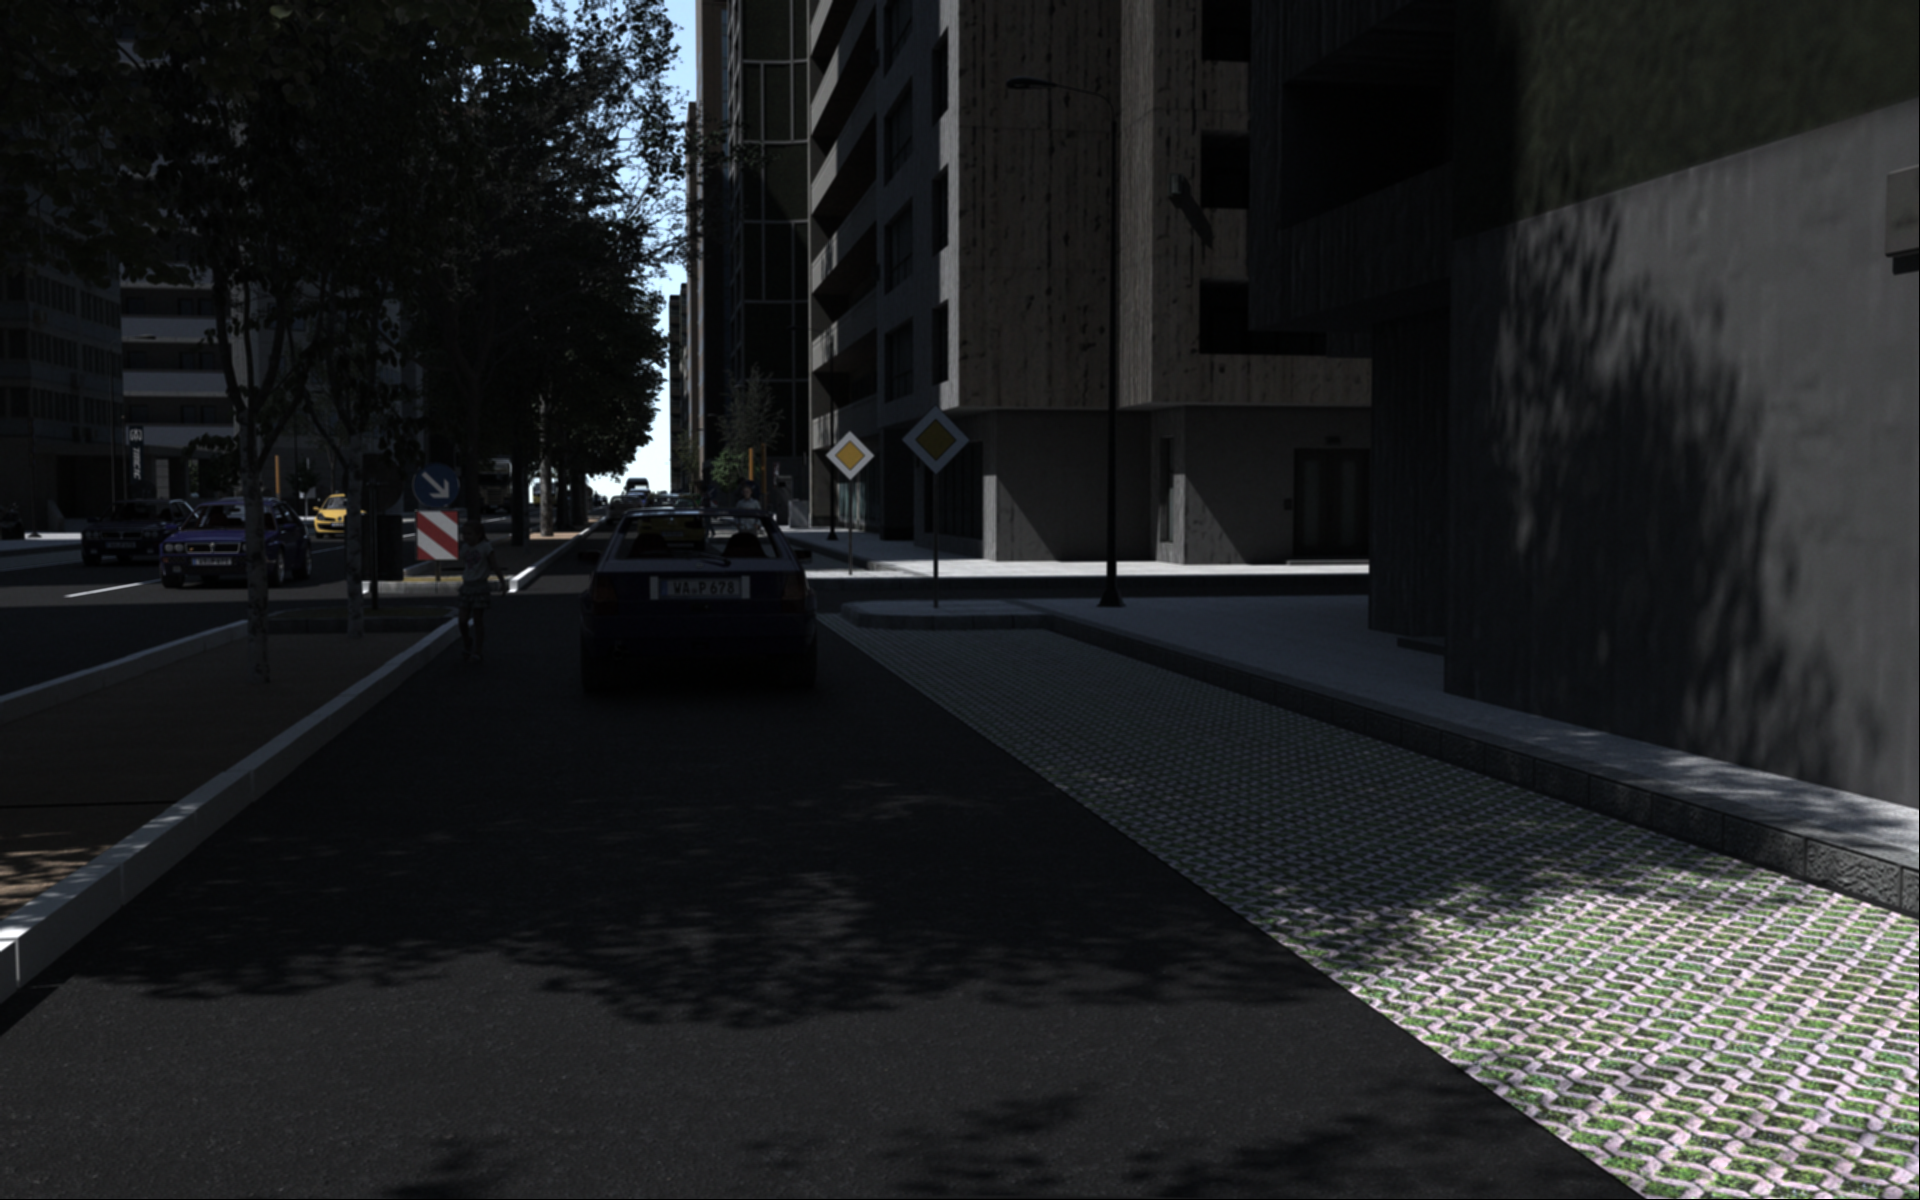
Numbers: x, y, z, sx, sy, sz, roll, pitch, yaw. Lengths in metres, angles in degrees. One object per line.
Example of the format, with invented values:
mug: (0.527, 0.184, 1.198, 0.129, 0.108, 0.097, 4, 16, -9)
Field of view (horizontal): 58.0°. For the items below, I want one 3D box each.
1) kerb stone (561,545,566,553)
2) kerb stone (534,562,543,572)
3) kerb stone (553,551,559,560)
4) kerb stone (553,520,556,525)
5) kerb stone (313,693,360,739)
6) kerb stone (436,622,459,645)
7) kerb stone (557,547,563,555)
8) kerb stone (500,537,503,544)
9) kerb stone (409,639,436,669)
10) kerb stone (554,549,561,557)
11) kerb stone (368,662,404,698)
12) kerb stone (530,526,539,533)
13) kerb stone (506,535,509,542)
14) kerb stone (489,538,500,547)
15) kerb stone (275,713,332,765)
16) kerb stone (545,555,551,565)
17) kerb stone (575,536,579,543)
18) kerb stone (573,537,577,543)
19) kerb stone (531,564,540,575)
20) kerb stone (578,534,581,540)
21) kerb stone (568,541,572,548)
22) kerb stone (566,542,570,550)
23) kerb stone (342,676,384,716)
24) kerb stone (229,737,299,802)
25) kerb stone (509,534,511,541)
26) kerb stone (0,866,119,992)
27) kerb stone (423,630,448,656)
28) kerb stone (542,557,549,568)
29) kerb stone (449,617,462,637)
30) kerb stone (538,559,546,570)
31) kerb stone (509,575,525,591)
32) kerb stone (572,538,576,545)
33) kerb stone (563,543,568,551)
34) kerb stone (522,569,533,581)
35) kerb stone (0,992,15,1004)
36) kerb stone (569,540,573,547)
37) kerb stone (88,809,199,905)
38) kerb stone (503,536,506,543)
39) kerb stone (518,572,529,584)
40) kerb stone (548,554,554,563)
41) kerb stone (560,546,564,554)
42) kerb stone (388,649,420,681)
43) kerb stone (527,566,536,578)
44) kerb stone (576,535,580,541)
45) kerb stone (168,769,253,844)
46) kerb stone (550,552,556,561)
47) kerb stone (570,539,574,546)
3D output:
kerb stone: (-9.534, -1.163, 41.301, 0.120, 0.150, 1.000, -1, 4, -10)
kerb stone: (-7.658, -0.553, 31.232, 0.120, 0.150, 1.000, -1, 4, -10)
kerb stone: (-8.778, -0.916, 37.276, 0.120, 0.150, 1.000, -1, 4, -10)
kerb stone: (-19.842, -3.858, 85.277, 0.120, 0.150, 1.000, -1, 4, -10)
kerb stone: (-3.811, 0.715, 10.547, 0.120, 0.150, 1.000, -1, 4, -10)
kerb stone: (-4.939, 0.343, 16.588, 0.120, 0.150, 1.000, -1, 4, -10)
kerb stone: (-9.153, -1.045, 39.285, 0.120, 0.150, 1.000, -1, 4, -10)
kerb stone: (-13.087, -1.638, 48.974, 0.120, 0.150, 1.000, -1, 4, -10)
kerb stone: (-4.554, 0.467, 14.576, 0.120, 0.150, 1.000, -1, 4, -10)
kerb stone: (-8.960, -0.984, 38.281, 0.120, 0.150, 1.000, -1, 4, -10)
kerb stone: (-4.182, 0.591, 12.562, 0.120, 0.150, 1.000, -1, 4, -10)
kerb stone: (-16.270, -2.686, 66.110, 0.120, 0.150, 1.000, -1, 4, -10)
kerb stone: (-13.460, -1.761, 50.985, 0.120, 0.150, 1.000, -1, 4, -10)
kerb stone: (-12.905, -1.576, 47.968, 0.120, 0.150, 1.000, -1, 4, -10)
kerb stone: (-3.627, 0.776, 9.541, 0.120, 0.150, 1.000, -1, 4, -10)
kerb stone: (-8.223, -0.738, 34.258, 0.120, 0.150, 1.000, -1, 4, -10)
kerb stone: (-11.023, -1.662, 49.365, 0.120, 0.150, 1.000, -1, 4, -10)
kerb stone: (-10.837, -1.600, 48.357, 0.120, 0.150, 1.000, -1, 4, -10)
kerb stone: (-7.470, -0.491, 30.227, 0.120, 0.150, 1.000, -1, 4, -10)
kerb stone: (-11.400, -1.784, 51.381, 0.120, 0.150, 1.000, -1, 4, -10)
kerb stone: (-10.085, -1.353, 44.323, 0.120, 0.150, 1.000, -1, 4, -10)
kerb stone: (-9.906, -1.290, 43.317, 0.120, 0.150, 1.000, -1, 4, -10)
kerb stone: (-3.999, 0.651, 11.556, 0.120, 0.150, 1.000, -1, 4, -10)
kerb stone: (-3.435, 0.835, 8.537, 0.120, 0.150, 1.000, -1, 4, -10)
kerb stone: (-13.655, -1.820, 51.998, 0.120, 0.150, 1.000, -1, 4, -10)
kerb stone: (-2.874, 1.022, 5.493, 0.120, 0.150, 1.000, -1, 4, -10)
kerb stone: (-4.746, 0.404, 15.583, 0.120, 0.150, 1.000, -1, 4, -10)
kerb stone: (-8.026, -0.676, 33.252, 0.120, 0.150, 1.000, -1, 4, -10)
kerb stone: (-5.119, 0.286, 17.595, 0.120, 0.150, 1.000, -1, 4, -10)
kerb stone: (-7.846, -0.614, 32.237, 0.120, 0.150, 1.000, -1, 4, -10)
kerb stone: (-6.719, -0.245, 26.194, 0.120, 0.150, 1.000, -1, 4, -10)
kerb stone: (-10.654, -1.534, 47.352, 0.120, 0.150, 1.000, -1, 4, -10)
kerb stone: (-9.710, -1.230, 42.314, 0.120, 0.150, 1.000, -1, 4, -10)
kerb stone: (-7.097, -0.368, 28.215, 0.120, 0.150, 1.000, -1, 4, -10)
kerb stone: (-2.687, 1.087, 4.488, 0.120, 0.150, 1.000, -1, 4, -10)
kerb stone: (-10.273, -1.415, 45.328, 0.120, 0.150, 1.000, -1, 4, -10)
kerb stone: (-3.061, 0.959, 6.509, 0.120, 0.150, 1.000, -1, 4, -10)
kerb stone: (-13.280, -1.699, 49.979, 0.120, 0.150, 1.000, -1, 4, -10)
kerb stone: (-6.908, -0.304, 27.202, 0.120, 0.150, 1.000, -1, 4, -10)
kerb stone: (-8.405, -0.799, 35.266, 0.120, 0.150, 1.000, -1, 4, -10)
kerb stone: (-9.348, -1.107, 40.295, 0.120, 0.150, 1.000, -1, 4, -10)
kerb stone: (-4.378, 0.528, 13.569, 0.120, 0.150, 1.000, -1, 4, -10)
kerb stone: (-7.283, -0.427, 29.220, 0.120, 0.150, 1.000, -1, 4, -10)
kerb stone: (-11.217, -1.724, 50.375, 0.120, 0.150, 1.000, -1, 4, -10)
kerb stone: (-3.254, 0.898, 7.520, 0.120, 0.150, 1.000, -1, 4, -10)
kerb stone: (-8.594, -0.861, 36.270, 0.120, 0.150, 1.000, -1, 4, -10)
kerb stone: (-10.465, -1.477, 46.344, 0.120, 0.150, 1.000, -1, 4, -10)
